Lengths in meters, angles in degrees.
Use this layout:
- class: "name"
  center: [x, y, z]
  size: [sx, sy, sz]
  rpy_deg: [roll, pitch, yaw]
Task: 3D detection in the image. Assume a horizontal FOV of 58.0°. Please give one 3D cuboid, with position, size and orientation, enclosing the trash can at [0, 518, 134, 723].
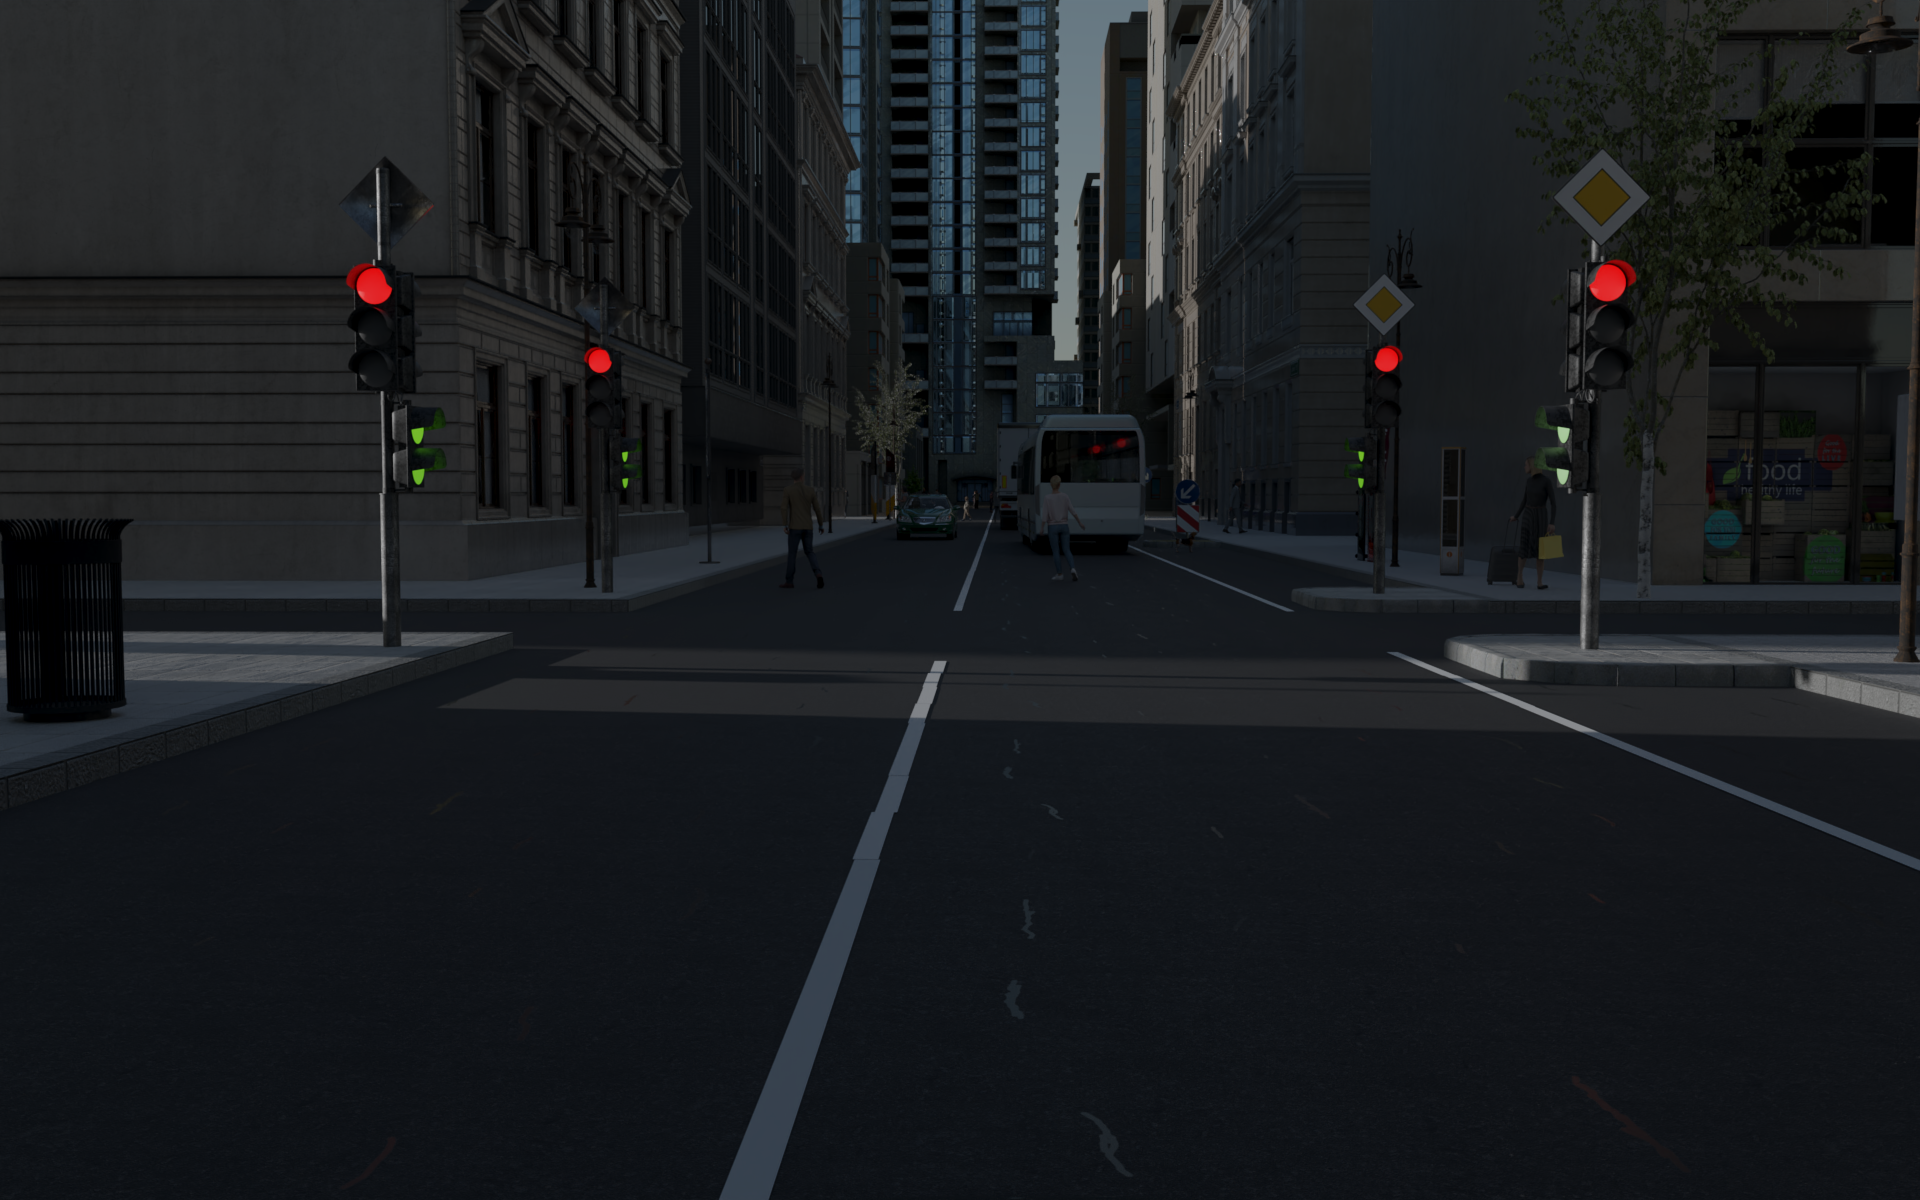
- class: "trash can"
  center: [-5.118, 0.107, 9.900]
  size: [0.748, 1.137, 0.748]
  rpy_deg: [0, 3, 0]

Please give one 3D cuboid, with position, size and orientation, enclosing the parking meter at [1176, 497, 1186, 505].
- class: "parking meter"
  center: [8.378, -3.503, 65.691]
  size: [0.372, 1.533, 0.369]
  rpy_deg: [0, 3, 0]

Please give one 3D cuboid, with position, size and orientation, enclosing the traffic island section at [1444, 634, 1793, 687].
- class: "traffic island section"
  center: [5.238, 0.485, 14.356]
  size: [2.009, 0.180, 2.903]
  rpy_deg: [0, 4, 1]

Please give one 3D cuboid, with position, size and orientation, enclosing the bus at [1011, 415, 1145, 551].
- class: "bus"
  center: [3.008, -3.173, 46.732]
  size: [2.948, 3.499, 13.247]
  rpy_deg: [0, 3, 0]

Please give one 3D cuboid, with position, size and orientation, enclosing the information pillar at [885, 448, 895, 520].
- class: "information pillar"
  center: [-3.512, -5.854, 87.060]
  size: [0.504, 3.616, 0.183]
  rpy_deg: [-1, 4, -19]

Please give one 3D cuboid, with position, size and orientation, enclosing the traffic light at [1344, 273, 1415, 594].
- class: "traffic light"
  center: [5.384, -2.037, 22.226]
  size: [0.839, 4.253, 0.868]
  rpy_deg: [0, 4, 1]

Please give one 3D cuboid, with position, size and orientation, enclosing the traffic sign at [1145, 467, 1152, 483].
- class: "traffic sign"
  center: [8.617, -4.960, 81.207]
  size: [0.768, 2.556, 0.104]
  rpy_deg: [0, 4, 4]

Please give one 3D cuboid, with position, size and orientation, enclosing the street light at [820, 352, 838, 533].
- class: "street light"
  center: [-4.258, -5.130, 56.664]
  size: [0.468, 5.910, 1.993]
  rpy_deg: [0, 4, 1]

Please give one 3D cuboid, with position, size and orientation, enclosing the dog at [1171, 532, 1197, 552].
- class: "dog"
  center: [5.527, -1.428, 42.632]
  size: [0.540, 0.507, 0.406]
  rpy_deg: [-3, 5, -43]

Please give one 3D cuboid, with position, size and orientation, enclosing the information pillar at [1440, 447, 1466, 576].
- class: "information pillar"
  center: [7.747, -1.390, 27.219]
  size: [0.304, 2.012, 0.304]
  rpy_deg: [2, 4, 32]

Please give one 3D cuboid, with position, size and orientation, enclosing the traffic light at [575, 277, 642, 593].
- class: "traffic light"
  center: [-4.575, -2.050, 22.442]
  size: [0.839, 4.253, 0.868]
  rpy_deg: [0, 4, 1]

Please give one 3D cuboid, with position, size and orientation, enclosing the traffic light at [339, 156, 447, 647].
- class: "traffic light"
  center: [-4.761, -1.562, 14.459]
  size: [0.839, 4.253, 0.868]
  rpy_deg: [0, 4, 1]

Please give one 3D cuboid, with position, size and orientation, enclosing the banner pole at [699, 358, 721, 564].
- class: "banner pole"
  center: [-4.620, -2.551, 31.729]
  size: [0.401, 3.779, 0.863]
  rpy_deg: [0, 4, -4]

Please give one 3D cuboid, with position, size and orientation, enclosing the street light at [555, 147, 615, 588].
- class: "street light"
  center: [-5.072, -3.107, 23.587]
  size: [0.468, 5.910, 1.993]
  rpy_deg: [0, 4, 1]

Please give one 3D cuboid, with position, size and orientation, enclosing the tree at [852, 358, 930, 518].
- class: "tree"
  center: [-3.643, -8.726, 93.040]
  size: [4.360, 8.622, 3.978]
  rpy_deg: [0, 3, 0]

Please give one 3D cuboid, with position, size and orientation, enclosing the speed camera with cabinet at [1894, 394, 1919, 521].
- class: "speed camera with cabinet"
  center: [9.170, -1.250, 14.766]
  size: [2.038, 3.252, 0.660]
  rpy_deg: [1, 4, 11]

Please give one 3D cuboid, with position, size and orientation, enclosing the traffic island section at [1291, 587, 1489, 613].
- class: "traffic island section"
  center: [5.424, -0.004, 22.339]
  size: [2.009, 0.180, 2.903]
  rpy_deg: [0, 4, 1]

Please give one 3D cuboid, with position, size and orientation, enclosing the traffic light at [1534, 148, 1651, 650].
- class: "traffic light"
  center: [5.198, -1.549, 14.243]
  size: [0.839, 4.253, 0.868]
  rpy_deg: [0, 4, 1]

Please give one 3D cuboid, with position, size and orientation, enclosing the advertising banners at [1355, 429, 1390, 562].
- class: "advertising banners"
  center: [7.753, -2.224, 32.544]
  size: [0.090, 3.025, 2.074]
  rpy_deg: [0, 4, -2]

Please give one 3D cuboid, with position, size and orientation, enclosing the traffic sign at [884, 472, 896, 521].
- class: "traffic sign"
  center: [-3.284, -4.843, 81.319]
  size: [0.606, 2.300, 0.079]
  rpy_deg: [0, 4, 6]

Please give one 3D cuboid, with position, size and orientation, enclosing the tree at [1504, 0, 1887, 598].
- class: "tree"
  center: [8.674, -4.328, 21.125]
  size: [4.737, 8.622, 4.395]
  rpy_deg: [0, 3, 0]

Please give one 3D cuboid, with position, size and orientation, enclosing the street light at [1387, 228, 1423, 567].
- class: "street light"
  center: [7.670, -3.522, 30.374]
  size: [0.468, 5.910, 1.993]
  rpy_deg: [0, 4, 1]

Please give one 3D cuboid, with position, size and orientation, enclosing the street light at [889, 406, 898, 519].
- class: "street light"
  center: [-3.407, -7.132, 89.394]
  size: [0.468, 5.910, 1.993]
  rpy_deg: [0, 4, 1]

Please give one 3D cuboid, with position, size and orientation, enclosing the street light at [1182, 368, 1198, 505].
- class: "street light"
  center: [8.425, -5.541, 63.376]
  size: [0.468, 5.910, 1.993]
  rpy_deg: [0, 4, 1]

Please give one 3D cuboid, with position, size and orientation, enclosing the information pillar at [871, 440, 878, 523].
- class: "information pillar"
  center: [-3.778, -5.174, 75.950]
  size: [0.183, 3.616, 0.504]
  rpy_deg: [-1, 4, -23]

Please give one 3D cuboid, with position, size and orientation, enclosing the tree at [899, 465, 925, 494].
- class: "tree"
  center: [-3.115, -7.145, 111.422]
  size: [1.663, 3.219, 1.824]
  rpy_deg: [0, 3, 0]

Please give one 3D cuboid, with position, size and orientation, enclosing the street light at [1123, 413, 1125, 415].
- class: "street light"
  center: [9.118, -7.594, 96.955]
  size: [0.468, 5.910, 1.993]
  rpy_deg: [0, 4, 1]

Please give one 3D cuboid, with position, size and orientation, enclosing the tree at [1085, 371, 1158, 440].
- class: "tree"
  center: [9.438, -9.262, 101.797]
  size: [4.360, 8.622, 3.978]
  rpy_deg: [0, 3, 0]

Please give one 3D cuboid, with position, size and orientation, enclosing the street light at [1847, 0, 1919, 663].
- class: "street light"
  center: [7.245, -2.464, 13.078]
  size: [0.468, 5.910, 1.993]
  rpy_deg: [0, 4, 1]

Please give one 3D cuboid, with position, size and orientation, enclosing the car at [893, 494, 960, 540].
- class: "car"
  center: [-1.032, -2.684, 55.678]
  size: [2.131, 1.459, 4.920]
  rpy_deg: [0, 4, 2]
